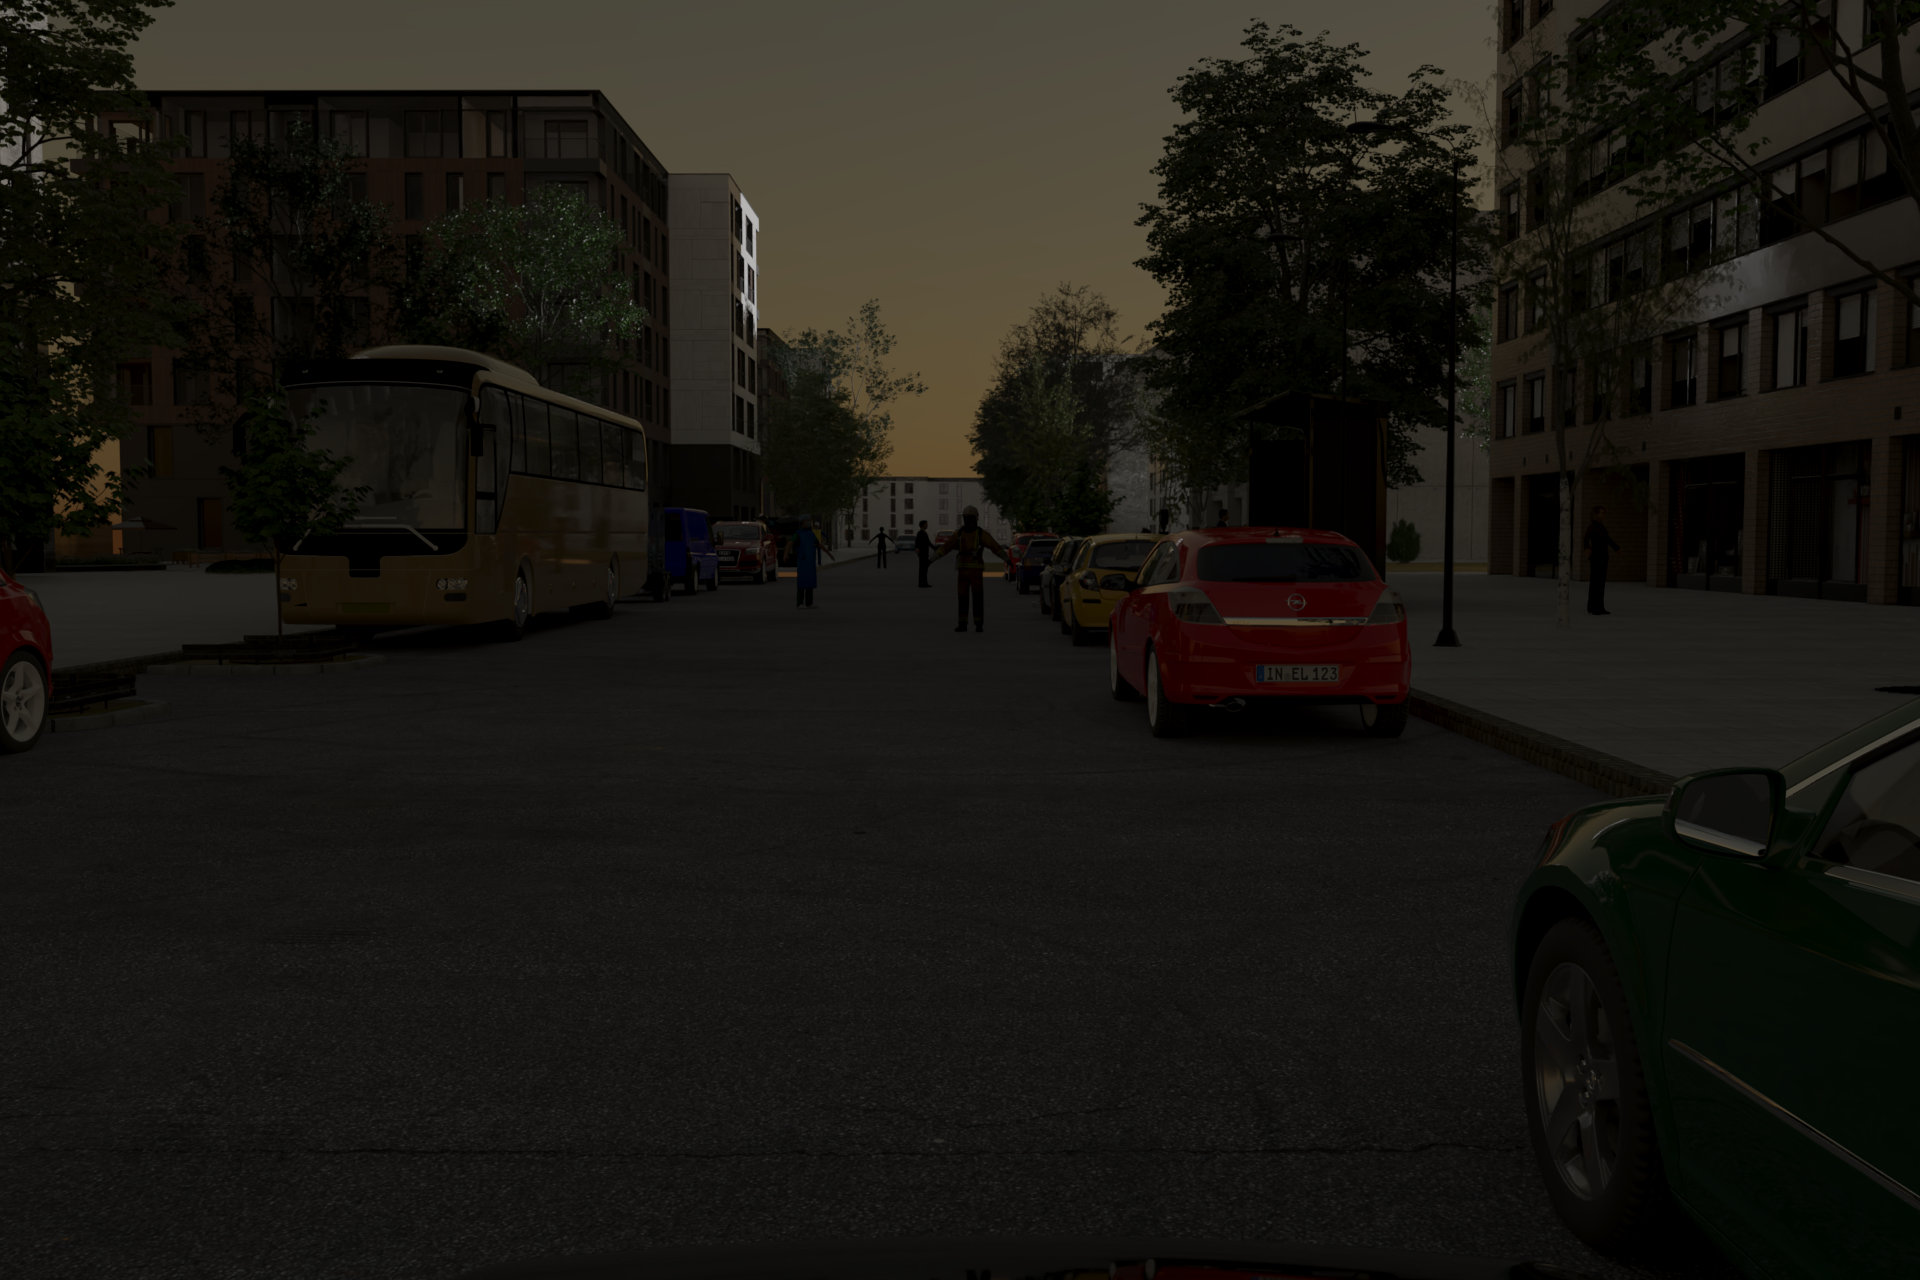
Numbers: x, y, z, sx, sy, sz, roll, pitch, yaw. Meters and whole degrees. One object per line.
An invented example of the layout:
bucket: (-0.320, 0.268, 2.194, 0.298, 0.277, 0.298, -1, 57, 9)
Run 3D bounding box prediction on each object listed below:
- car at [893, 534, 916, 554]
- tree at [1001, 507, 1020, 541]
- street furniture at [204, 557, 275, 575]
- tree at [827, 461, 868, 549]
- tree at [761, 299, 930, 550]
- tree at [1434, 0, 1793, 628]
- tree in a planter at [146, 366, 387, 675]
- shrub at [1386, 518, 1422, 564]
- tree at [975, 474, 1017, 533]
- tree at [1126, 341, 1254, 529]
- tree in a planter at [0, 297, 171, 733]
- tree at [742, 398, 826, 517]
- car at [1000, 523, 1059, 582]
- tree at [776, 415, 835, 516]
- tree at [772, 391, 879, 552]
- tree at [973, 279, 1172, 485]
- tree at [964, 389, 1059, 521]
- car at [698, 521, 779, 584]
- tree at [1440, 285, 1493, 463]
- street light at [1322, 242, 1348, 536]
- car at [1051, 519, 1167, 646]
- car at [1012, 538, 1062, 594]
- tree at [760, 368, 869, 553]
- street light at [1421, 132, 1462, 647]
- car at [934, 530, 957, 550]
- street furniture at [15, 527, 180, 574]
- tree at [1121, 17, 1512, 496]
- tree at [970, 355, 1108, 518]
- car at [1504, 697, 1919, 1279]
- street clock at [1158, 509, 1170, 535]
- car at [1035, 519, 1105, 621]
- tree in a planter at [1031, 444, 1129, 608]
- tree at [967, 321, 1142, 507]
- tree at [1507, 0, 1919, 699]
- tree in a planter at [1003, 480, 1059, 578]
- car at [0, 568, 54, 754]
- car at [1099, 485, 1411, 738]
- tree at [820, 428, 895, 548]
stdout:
car: (-3.905, -7.105, 128.169, 2.014, 1.417, 4.499, 0, 4, 0)
tree: (4.925, -13.036, 163.503, 4.737, 8.622, 4.395, 0, 3, 0)
street furniture: (-20.813, -2.675, 59.357, 10.072, 0.657, 5.734, -3, 4, -36)
tree: (-10.348, -12.296, 151.403, 4.737, 8.622, 4.395, 0, 3, 0)
tree: (-9.277, -17.346, 139.490, 12.611, 20.169, 13.585, 0, 3, 0)
tree: (8.096, -4.478, 23.580, 4.360, 8.622, 3.978, 0, 3, 0)
tree in a planter: (-7.318, -1.304, 18.546, 1.991, 3.239, 1.994, 0, 4, 0)
shrub: (19.280, -4.336, 75.310, 1.690, 2.028, 1.600, 0, 3, 0)
tree: (4.832, -13.402, 153.527, 8.767, 10.594, 7.601, 3, 4, 38)
tree: (7.693, -6.454, 55.882, 4.737, 8.622, 4.395, 0, 3, 0)
tree in a planter: (-7.285, -0.979, 13.235, 1.991, 3.239, 1.994, 0, 4, 1)
tree: (-10.183, -8.808, 94.366, 4.360, 8.622, 3.978, 0, 3, 0)
car: (2.294, -2.675, 52.774, 2.155, 1.783, 4.494, 0, 4, -1)
tree: (-9.778, -9.614, 107.554, 4.360, 8.622, 3.978, 0, 3, 0)
tree: (-9.717, -12.333, 127.392, 9.928, 11.665, 9.643, 0, 3, 0)
tree: (5.704, -10.579, 83.333, 12.009, 13.543, 11.850, 0, 3, 0)
tree: (5.075, -13.768, 131.756, 9.857, 13.997, 8.962, 0, 3, 0)
car: (-6.554, -2.585, 50.932, 2.281, 1.827, 5.304, 0, 4, 0)
tree: (21.722, -8.472, 64.269, 9.928, 11.665, 9.643, 0, 3, 0)
street light: (6.506, -3.326, 26.928, 1.470, 5.913, 1.316, 0, 3, 0)
car: (2.279, -0.818, 23.590, 2.015, 1.641, 3.980, 0, 4, 0)
car: (2.262, -1.830, 42.505, 1.945, 1.354, 3.894, 0, 4, 0)
tree: (-10.182, -12.286, 119.009, 7.486, 12.596, 7.792, 0, 3, 0)
street light: (6.126, -2.882, 19.661, 1.470, 5.913, 1.316, 0, 4, 0)
car: (-1.244, -9.055, 156.723, 2.281, 1.827, 5.304, 0, 4, 0)
street furniture: (-31.177, -3.247, 59.941, 9.812, 1.723, 11.010, 2, 4, 26)
tree: (8.579, -8.316, 42.625, 9.857, 13.997, 8.962, 0, 3, 0)
tree: (5.407, -12.862, 116.954, 9.857, 13.997, 8.962, 0, 3, 0)
car: (2.165, 0.594, 2.093, 2.131, 1.459, 4.920, 0, 4, -1)
street clock: (5.897, -2.789, 50.163, 0.358, 2.002, 0.471, 0, 4, 0)
car: (2.326, -1.228, 29.857, 2.009, 1.686, 4.222, 0, 4, -1)
tree in a planter: (2.417, -2.268, 34.299, 1.991, 3.239, 1.994, 0, 4, 1)
tree: (5.223, -11.559, 99.364, 12.009, 13.543, 11.850, 0, 3, 0)
tree: (7.898, -5.370, 13.556, 9.928, 11.665, 9.643, 0, 3, 0)
tree in a planter: (2.407, -3.655, 56.981, 1.991, 3.239, 1.994, 0, 4, 1)
car: (-7.005, -0.051, 9.876, 2.155, 1.783, 4.494, 0, 4, 0)
car: (2.218, -0.283, 13.675, 2.155, 1.783, 4.494, 0, 4, -1)
tree: (-10.331, -14.561, 163.831, 9.928, 11.665, 9.643, 0, 3, 0)
